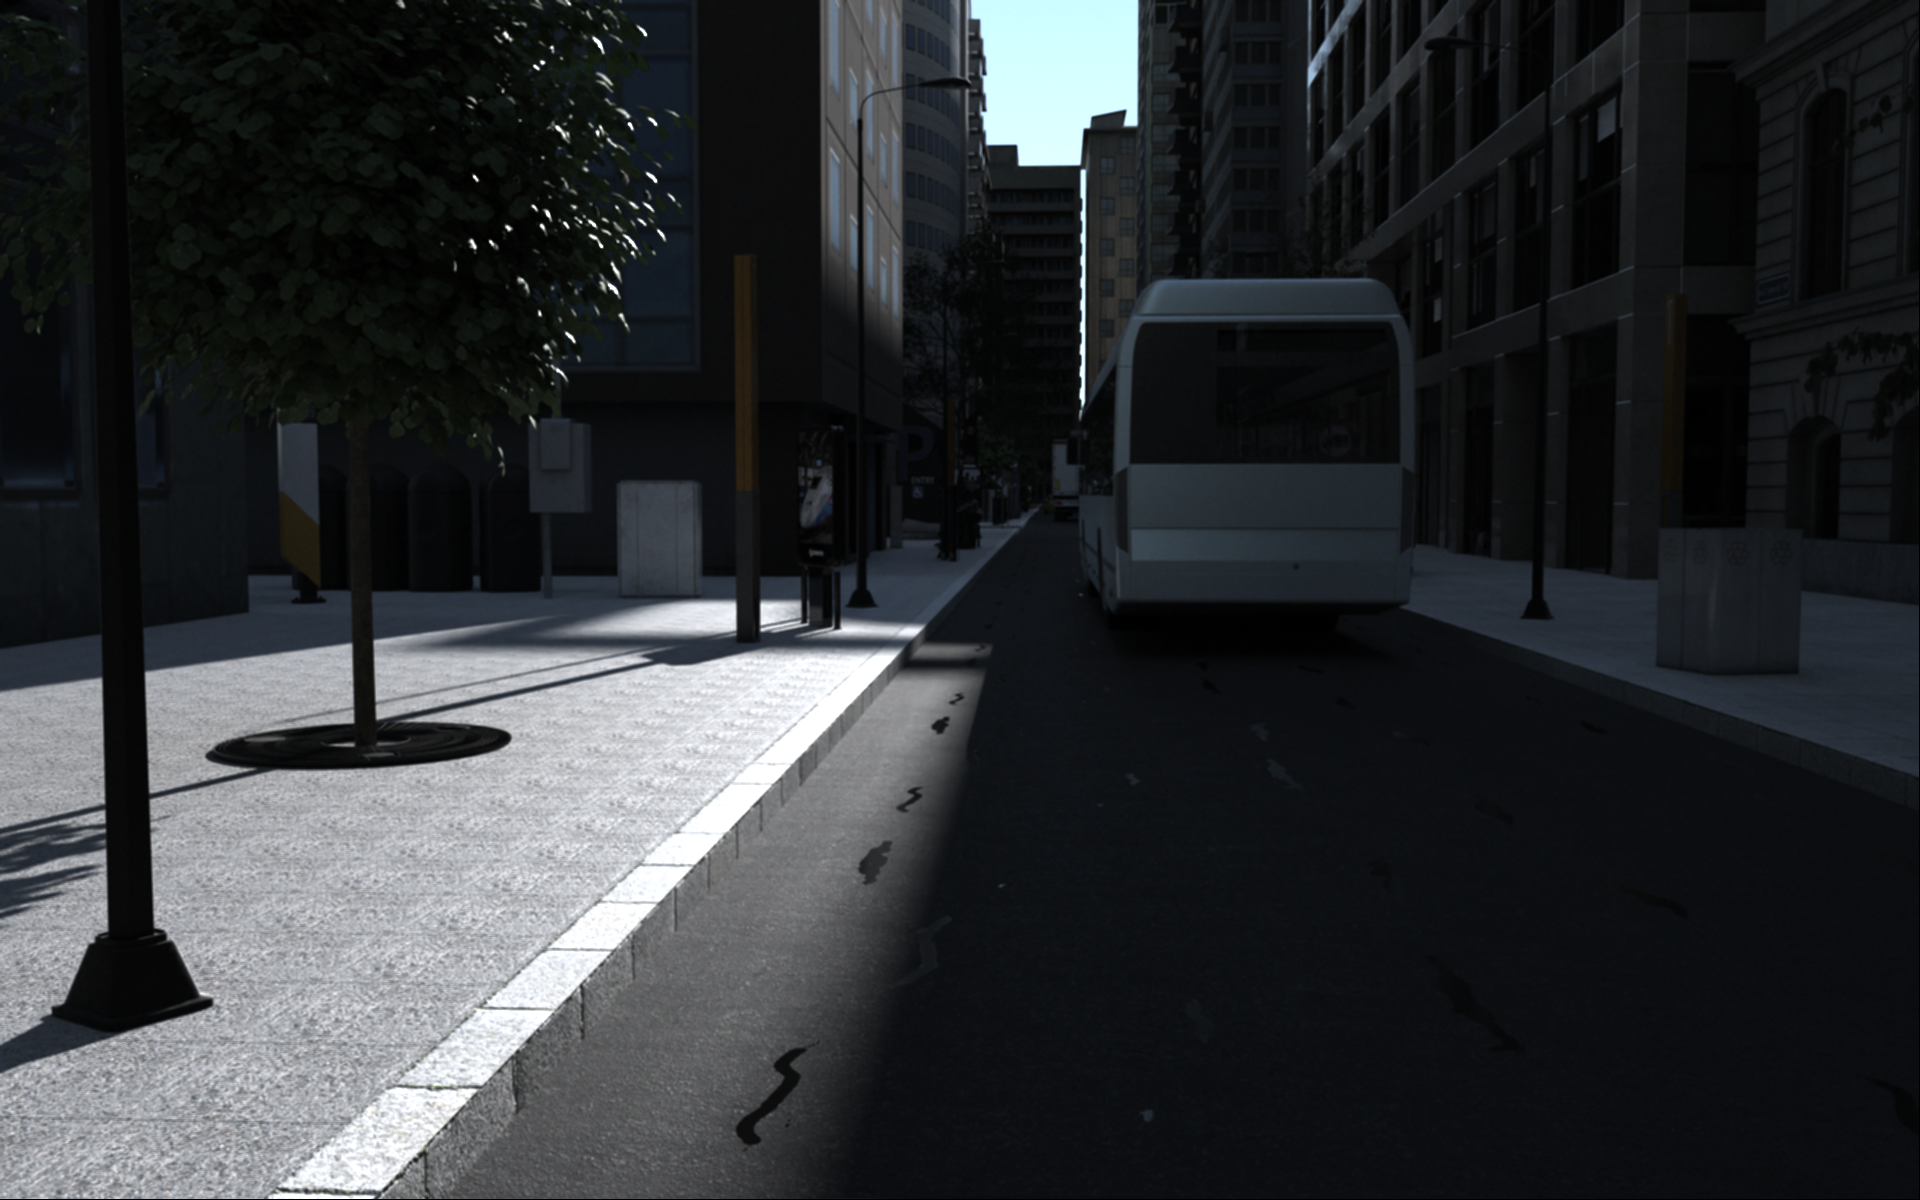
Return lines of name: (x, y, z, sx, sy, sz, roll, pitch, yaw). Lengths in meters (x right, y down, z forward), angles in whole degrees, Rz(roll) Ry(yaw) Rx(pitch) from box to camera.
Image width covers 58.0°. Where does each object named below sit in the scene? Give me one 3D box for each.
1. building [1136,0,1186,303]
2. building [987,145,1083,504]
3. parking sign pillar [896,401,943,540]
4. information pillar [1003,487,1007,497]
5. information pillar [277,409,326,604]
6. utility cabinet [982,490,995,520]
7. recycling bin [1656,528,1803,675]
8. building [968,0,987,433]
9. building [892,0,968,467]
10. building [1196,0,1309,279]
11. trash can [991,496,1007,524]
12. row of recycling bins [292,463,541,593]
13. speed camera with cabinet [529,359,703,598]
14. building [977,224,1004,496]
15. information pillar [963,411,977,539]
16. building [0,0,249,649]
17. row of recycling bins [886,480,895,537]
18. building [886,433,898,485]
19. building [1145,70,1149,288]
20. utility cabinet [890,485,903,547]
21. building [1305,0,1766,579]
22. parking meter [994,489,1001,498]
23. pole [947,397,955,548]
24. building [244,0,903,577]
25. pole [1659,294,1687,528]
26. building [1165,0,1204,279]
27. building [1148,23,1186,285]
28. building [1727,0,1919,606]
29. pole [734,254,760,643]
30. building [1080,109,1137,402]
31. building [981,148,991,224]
building: (29.568, -46.971, 206.233, 20.563, 71.187, 20.611, 0, 4, 3)
building: (6.187, -37.878, 243.005, 21.600, 48.544, 21.300, 0, 4, 3)
parking sign pillar: (-1.132, -3.702, 48.999, 1.447, 3.967, 1.447, 1, 4, 19)
information pillar: (2.454, -6.112, 91.278, 0.504, 3.616, 0.183, -2, 4, -32)
information pillar: (-7.713, -1.765, 20.210, 0.183, 3.616, 0.504, 2, 4, 35)
utility cabinet: (1.371, -4.680, 85.189, 0.318, 1.500, 1.173, -1, 4, -19)
recycling bin: (5.598, -0.004, 12.627, 0.722, 1.027, 0.722, -1, 4, -11)
building: (-8.870, -33.155, 161.697, 23.786, 49.044, 30.456, 0, 4, 3)
building: (-10.601, -35.142, 116.574, 21.231, 58.520, 28.212, 0, 4, 3)
building: (24.990, -24.313, 89.398, 23.993, 40.220, 32.217, 0, 4, 3)
trash can: (1.689, -3.814, 74.017, 0.748, 1.137, 0.748, 0, 3, 0)
row of recycling bins: (-7.284, -0.979, 23.113, 3.534, 1.692, 1.069, 1, 4, 10)
speed camera with cabinet: (-4.252, -1.658, 21.452, 2.038, 3.252, 0.660, 0, 4, -2)
building: (-2.560, -25.240, 184.378, 14.160, 30.474, 14.107, 0, 4, 3)
information pillar: (0.222, -3.517, 48.865, 0.504, 3.616, 0.183, -1, 4, -9)
building: (-17.683, -42.111, 1.180, 22.319, 86.520, 31.000, 0, 4, 3)
row of recycling bins: (-3.507, -2.762, 52.276, 3.534, 1.692, 1.069, 1, 4, 22)
building: (-11.698, -39.422, 82.798, 20.563, 71.187, 20.611, 0, 4, 3)
building: (25.371, -31.715, 168.658, 14.600, 45.320, 14.200, 0, 4, 3)
utility cabinet: (-1.522, -2.011, 41.567, 0.318, 1.500, 1.173, 0, 4, -2)
building: (20.526, -14.506, 41.683, 19.350, 26.468, 34.151, 0, 4, 3)
parking meter: (1.963, -4.975, 89.758, 0.372, 1.533, 0.369, 0, 3, 0)
pole: (-0.214, -2.614, 36.587, 0.158, 3.312, 0.155, 0, 3, 0)
building: (-8.607, -23.390, 32.540, 14.600, 45.320, 14.200, 0, 4, 3)
pole: (7.315, -1.464, 17.786, 0.158, 3.312, 0.155, 0, 3, 0)
building: (26.235, -28.710, 124.028, 22.147, 44.769, 28.867, 0, 4, 3)
building: (23.691, -28.793, 154.352, 14.154, 41.232, 14.086, 0, 4, 3)
building: (15.542, -11.504, 7.182, 14.460, 24.649, 34.723, 0, 4, 3)
pole: (-1.831, -1.288, 14.902, 0.158, 3.312, 0.155, 0, 3, 0)
building: (30.899, -40.126, 245.301, 27.495, 52.752, 28.713, 0, 4, 3)
building: (-9.284, -33.864, 208.306, 28.867, 44.769, 22.147, 0, 4, 3)
